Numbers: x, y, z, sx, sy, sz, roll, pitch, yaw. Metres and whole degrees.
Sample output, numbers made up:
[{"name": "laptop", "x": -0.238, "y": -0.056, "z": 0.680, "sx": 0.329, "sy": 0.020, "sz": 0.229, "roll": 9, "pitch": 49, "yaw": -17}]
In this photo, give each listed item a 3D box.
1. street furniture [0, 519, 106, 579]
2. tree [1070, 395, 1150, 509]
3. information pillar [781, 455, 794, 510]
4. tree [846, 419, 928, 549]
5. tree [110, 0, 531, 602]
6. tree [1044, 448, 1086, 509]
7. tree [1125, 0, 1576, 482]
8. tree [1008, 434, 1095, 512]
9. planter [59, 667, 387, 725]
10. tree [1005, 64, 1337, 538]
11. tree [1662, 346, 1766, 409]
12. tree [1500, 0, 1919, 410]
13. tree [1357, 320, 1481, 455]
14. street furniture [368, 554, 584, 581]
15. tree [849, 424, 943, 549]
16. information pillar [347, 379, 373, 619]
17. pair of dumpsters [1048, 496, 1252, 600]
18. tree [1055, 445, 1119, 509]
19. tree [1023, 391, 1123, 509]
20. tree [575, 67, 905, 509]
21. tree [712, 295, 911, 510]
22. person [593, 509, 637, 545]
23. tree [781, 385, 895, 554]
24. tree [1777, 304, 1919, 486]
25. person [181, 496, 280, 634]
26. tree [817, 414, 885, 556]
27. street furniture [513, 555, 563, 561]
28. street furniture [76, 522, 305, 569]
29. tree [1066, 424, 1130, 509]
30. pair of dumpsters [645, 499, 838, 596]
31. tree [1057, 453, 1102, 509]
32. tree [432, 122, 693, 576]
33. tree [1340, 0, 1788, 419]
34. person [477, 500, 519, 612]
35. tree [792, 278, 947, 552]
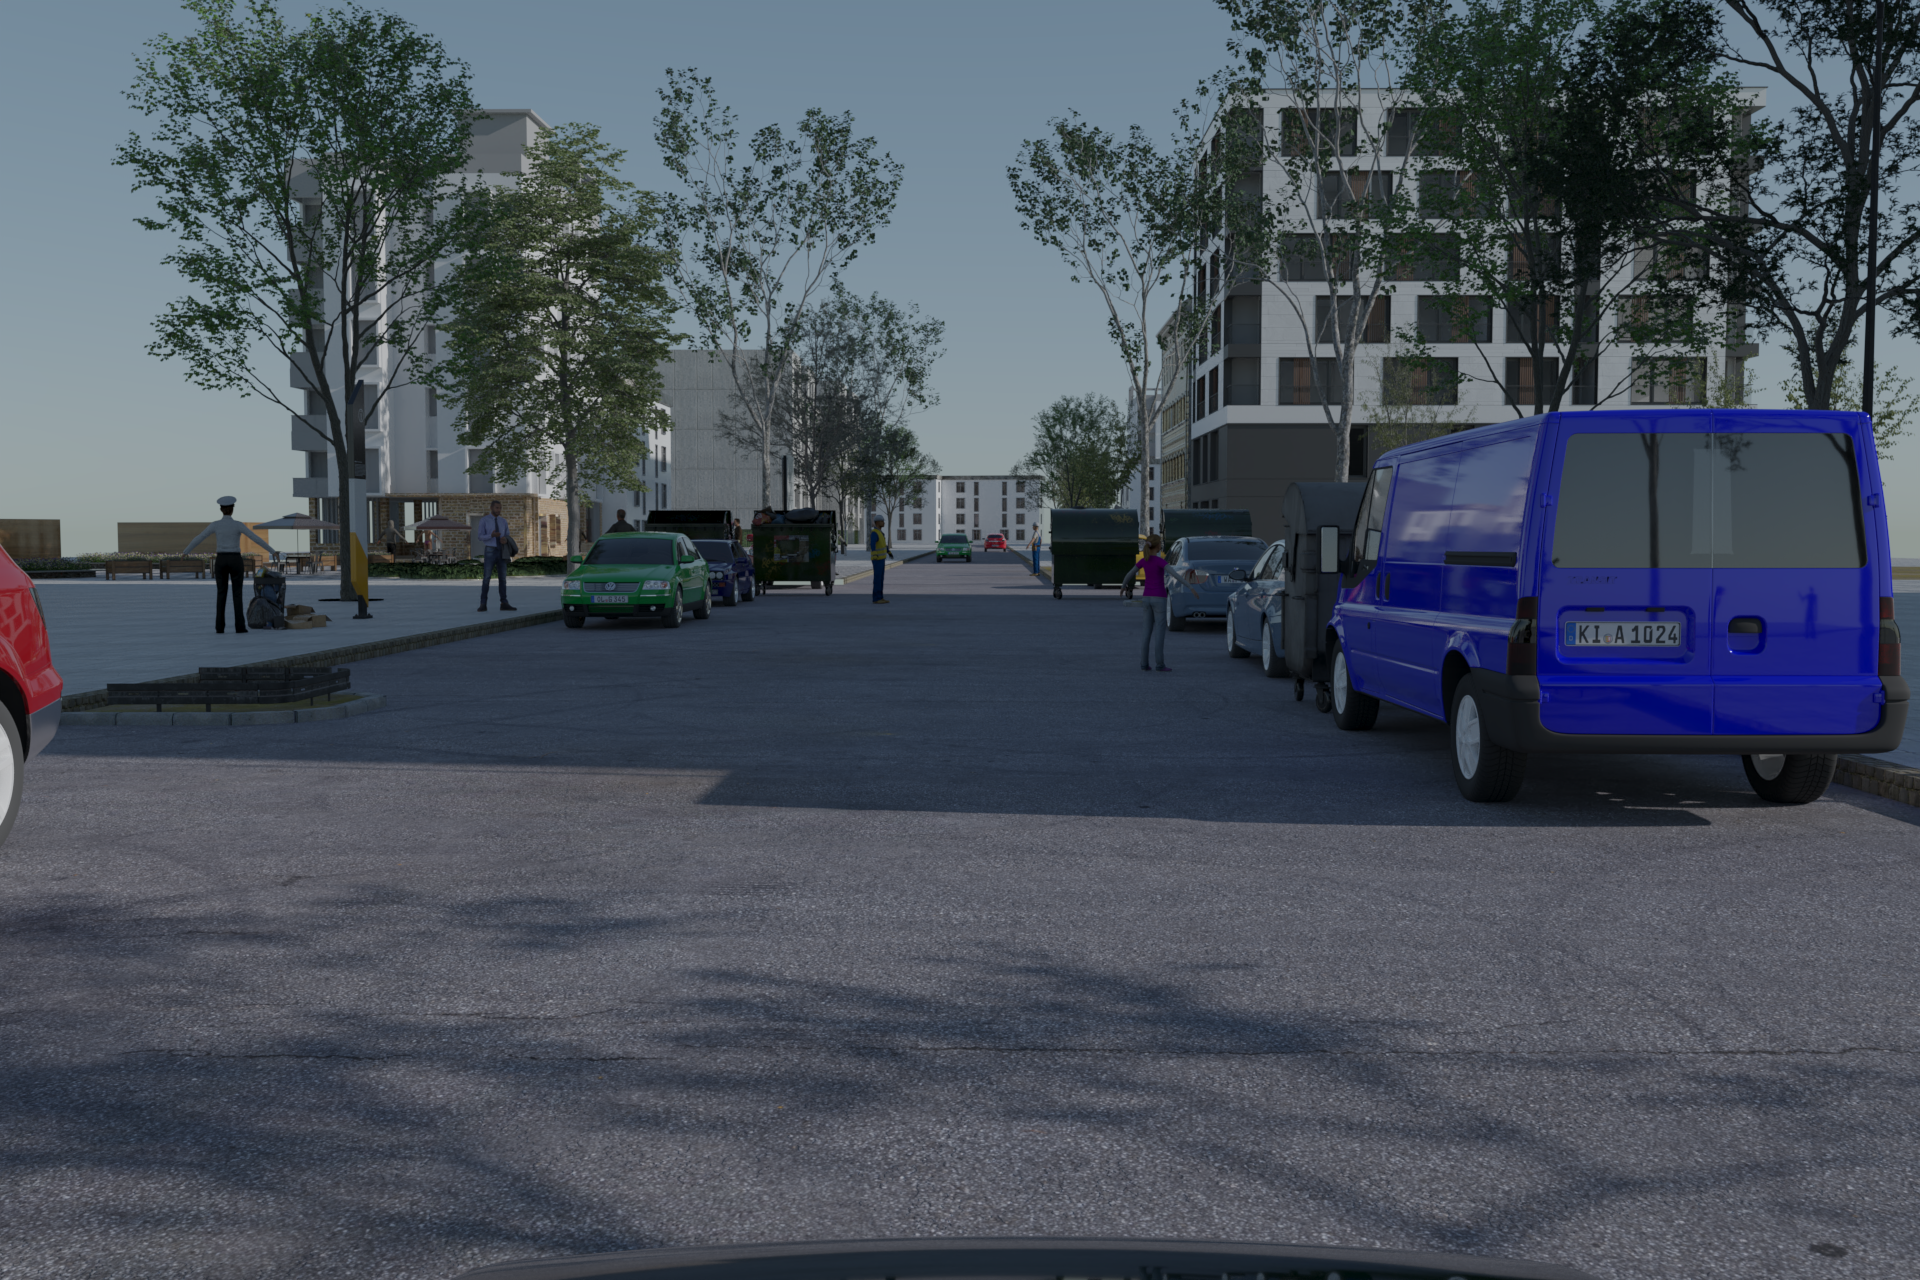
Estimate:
[{"name": "street furniture", "x": -29.703, "y": -2.561, "z": 48.734, "sx": 11.010, "sy": 1.723, "sz": 9.812, "roll": 1, "pitch": 4, "yaw": 23}, {"name": "tree", "x": 8.209, "y": -8.651, "z": 91.809, "sx": 4.737, "sy": 8.622, "sz": 4.395, "roll": 0, "pitch": 3, "yaw": 0}, {"name": "information pillar", "x": -5.177, "y": -3.721, "z": 52.152, "sx": 0.184, "sy": 3.620, "sz": 1.656, "roll": 0, "pitch": 4, "yaw": 1}, {"name": "tree", "x": -6.343, "y": -13.975, "z": 154.244, "sx": 9.928, "sy": 11.665, "sz": 9.643, "roll": 0, "pitch": 3, "yaw": 0}, {"name": "tree", "x": -11.762, "y": -6.552, "z": 32.875, "sx": 9.928, "sy": 11.665, "sz": 9.643, "roll": 0, "pitch": 3, "yaw": 0}, {"name": "tree", "x": 9.026, "y": -11.936, "z": 145.518, "sx": 4.360, "sy": 8.622, "sz": 3.978, "roll": 0, "pitch": 3, "yaw": 0}, {"name": "tree", "x": 11.086, "y": -11.763, "z": 48.222, "sx": 12.611, "sy": 20.169, "sz": 13.585, "roll": 0, "pitch": 3, "yaw": 0}, {"name": "tree", "x": 8.789, "y": -13.403, "z": 153.551, "sx": 8.767, "sy": 10.594, "sz": 7.601, "roll": -1, "pitch": 4, "yaw": -22}, {"name": "planter", "x": -5.778, "y": 0.440, "z": 13.953, "sx": 1.991, "sy": 0.319, "sz": 1.994, "roll": 0, "pitch": 4, "yaw": 1}, {"name": "tree", "x": 8.829, "y": -13.062, "z": 69.457, "sx": 12.611, "sy": 20.169, "sz": 13.585, "roll": 0, "pitch": 3, "yaw": 0}, {"name": "tree", "x": 29.142, "y": -7.121, "z": 66.784, "sx": 4.737, "sy": 8.622, "sz": 4.395, "roll": 0, "pitch": 3, "yaw": 0}, {"name": "tree", "x": 9.563, "y": -5.213, "z": 19.644, "sx": 7.601, "sy": 10.594, "sz": 8.767, "roll": -2, "pitch": 4, "yaw": -28}, {"name": "tree", "x": 15.275, "y": -6.697, "z": 59.858, "sx": 4.360, "sy": 8.622, "sz": 3.978, "roll": 0, "pitch": 3, "yaw": 0}, {"name": "street furniture", "x": -14.390, "y": -2.272, "z": 52.767, "sx": 5.734, "sy": 0.657, "sz": 10.072, "roll": 1, "pitch": 4, "yaw": 18}, {"name": "tree", "x": -5.881, "y": -12.814, "z": 143.917, "sx": 8.767, "sy": 10.594, "sz": 7.601, "roll": -1, "pitch": 4, "yaw": -17}, {"name": "information pillar", "x": -9.069, "y": -2.125, "z": 26.102, "sx": 0.183, "sy": 3.616, "sz": 0.504, "roll": 0, "pitch": 4, "yaw": 2}, {"name": "pair of dumpsters", "x": 4.177, "y": -2.042, "z": 38.335, "sx": 4.436, "sy": 2.255, "sz": 1.574, "roll": 0, "pitch": 4, "yaw": 1}, {"name": "tree", "x": 17.737, "y": -20.600, "z": 243.460, "sx": 9.857, "sy": 13.997, "sz": 8.962, "roll": 0, "pitch": 3, "yaw": 0}, {"name": "tree", "x": 8.304, "y": -12.277, "z": 126.489, "sx": 9.928, "sy": 11.665, "sz": 9.643, "roll": 0, "pitch": 3, "yaw": 0}, {"name": "tree", "x": -9.454, "y": -13.226, "z": 72.132, "sx": 12.611, "sy": 20.169, "sz": 13.585, "roll": 0, "pitch": 3, "yaw": 0}, {"name": "tree", "x": -7.583, "y": -10.961, "z": 89.585, "sx": 12.009, "sy": 13.543, "sz": 11.850, "roll": 0, "pitch": 3, "yaw": 0}, {"name": "person", "x": -7.153, "y": -1.856, "z": 36.523, "sx": 1.348, "sy": 1.807, "sz": 0.705, "roll": -3, "pitch": 5, "yaw": -41}, {"name": "tree", "x": -7.732, "y": -10.682, "z": 109.059, "sx": 7.601, "sy": 10.594, "sz": 8.767, "roll": -1, "pitch": 4, "yaw": -22}, {"name": "tree", "x": 27.828, "y": -6.396, "z": 54.939, "sx": 4.737, "sy": 8.622, "sz": 4.395, "roll": 0, "pitch": 3, "yaw": 0}, {"name": "person", "x": -9.464, "y": -0.979, "z": 22.461, "sx": 1.216, "sy": 1.778, "sz": 0.721, "roll": -1, "pitch": 4, "yaw": -11}, {"name": "tree", "x": -6.891, "y": -9.179, "z": 100.443, "sx": 4.360, "sy": 8.622, "sz": 3.978, "roll": 0, "pitch": 3, "yaw": 0}, {"name": "street furniture", "x": -12.461, "y": -3.205, "z": 68.030, "sx": 10.072, "sy": 0.657, "sz": 5.734, "roll": -1, "pitch": 4, "yaw": -14}, {"name": "street furniture", "x": -30.397, "y": -3.631, "z": 66.227, "sx": 9.812, "sy": 1.723, "sz": 11.010, "roll": 1, "pitch": 4, "yaw": 11}, {"name": "tree", "x": 9.018, "y": -10.073, "z": 115.056, "sx": 4.737, "sy": 8.622, "sz": 4.395, "roll": 0, "pitch": 3, "yaw": 0}, {"name": "pair of dumpsters", "x": -5.086, "y": -2.171, "z": 40.445, "sx": 4.436, "sy": 2.255, "sz": 1.574, "roll": 0, "pitch": 4, "yaw": 1}, {"name": "tree", "x": 9.462, "y": -11.388, "z": 136.552, "sx": 4.737, "sy": 8.622, "sz": 4.395, "roll": 0, "pitch": 3, "yaw": 0}, {"name": "tree", "x": -11.067, "y": -7.952, "z": 48.135, "sx": 7.486, "sy": 12.596, "sz": 7.792, "roll": 0, "pitch": 3, "yaw": 0}, {"name": "tree", "x": 10.540, "y": -6.443, "z": 31.105, "sx": 9.928, "sy": 11.665, "sz": 9.643, "roll": 0, "pitch": 3, "yaw": 0}, {"name": "person", "x": -7.644, "y": -1.393, "z": 28.684, "sx": 0.709, "sy": 1.838, "sz": 0.599, "roll": -3, "pitch": 5, "yaw": -43}, {"name": "tree", "x": -6.938, "y": -16.617, "z": 127.575, "sx": 12.611, "sy": 20.169, "sz": 13.585, "roll": 0, "pitch": 3, "yaw": 0}]
